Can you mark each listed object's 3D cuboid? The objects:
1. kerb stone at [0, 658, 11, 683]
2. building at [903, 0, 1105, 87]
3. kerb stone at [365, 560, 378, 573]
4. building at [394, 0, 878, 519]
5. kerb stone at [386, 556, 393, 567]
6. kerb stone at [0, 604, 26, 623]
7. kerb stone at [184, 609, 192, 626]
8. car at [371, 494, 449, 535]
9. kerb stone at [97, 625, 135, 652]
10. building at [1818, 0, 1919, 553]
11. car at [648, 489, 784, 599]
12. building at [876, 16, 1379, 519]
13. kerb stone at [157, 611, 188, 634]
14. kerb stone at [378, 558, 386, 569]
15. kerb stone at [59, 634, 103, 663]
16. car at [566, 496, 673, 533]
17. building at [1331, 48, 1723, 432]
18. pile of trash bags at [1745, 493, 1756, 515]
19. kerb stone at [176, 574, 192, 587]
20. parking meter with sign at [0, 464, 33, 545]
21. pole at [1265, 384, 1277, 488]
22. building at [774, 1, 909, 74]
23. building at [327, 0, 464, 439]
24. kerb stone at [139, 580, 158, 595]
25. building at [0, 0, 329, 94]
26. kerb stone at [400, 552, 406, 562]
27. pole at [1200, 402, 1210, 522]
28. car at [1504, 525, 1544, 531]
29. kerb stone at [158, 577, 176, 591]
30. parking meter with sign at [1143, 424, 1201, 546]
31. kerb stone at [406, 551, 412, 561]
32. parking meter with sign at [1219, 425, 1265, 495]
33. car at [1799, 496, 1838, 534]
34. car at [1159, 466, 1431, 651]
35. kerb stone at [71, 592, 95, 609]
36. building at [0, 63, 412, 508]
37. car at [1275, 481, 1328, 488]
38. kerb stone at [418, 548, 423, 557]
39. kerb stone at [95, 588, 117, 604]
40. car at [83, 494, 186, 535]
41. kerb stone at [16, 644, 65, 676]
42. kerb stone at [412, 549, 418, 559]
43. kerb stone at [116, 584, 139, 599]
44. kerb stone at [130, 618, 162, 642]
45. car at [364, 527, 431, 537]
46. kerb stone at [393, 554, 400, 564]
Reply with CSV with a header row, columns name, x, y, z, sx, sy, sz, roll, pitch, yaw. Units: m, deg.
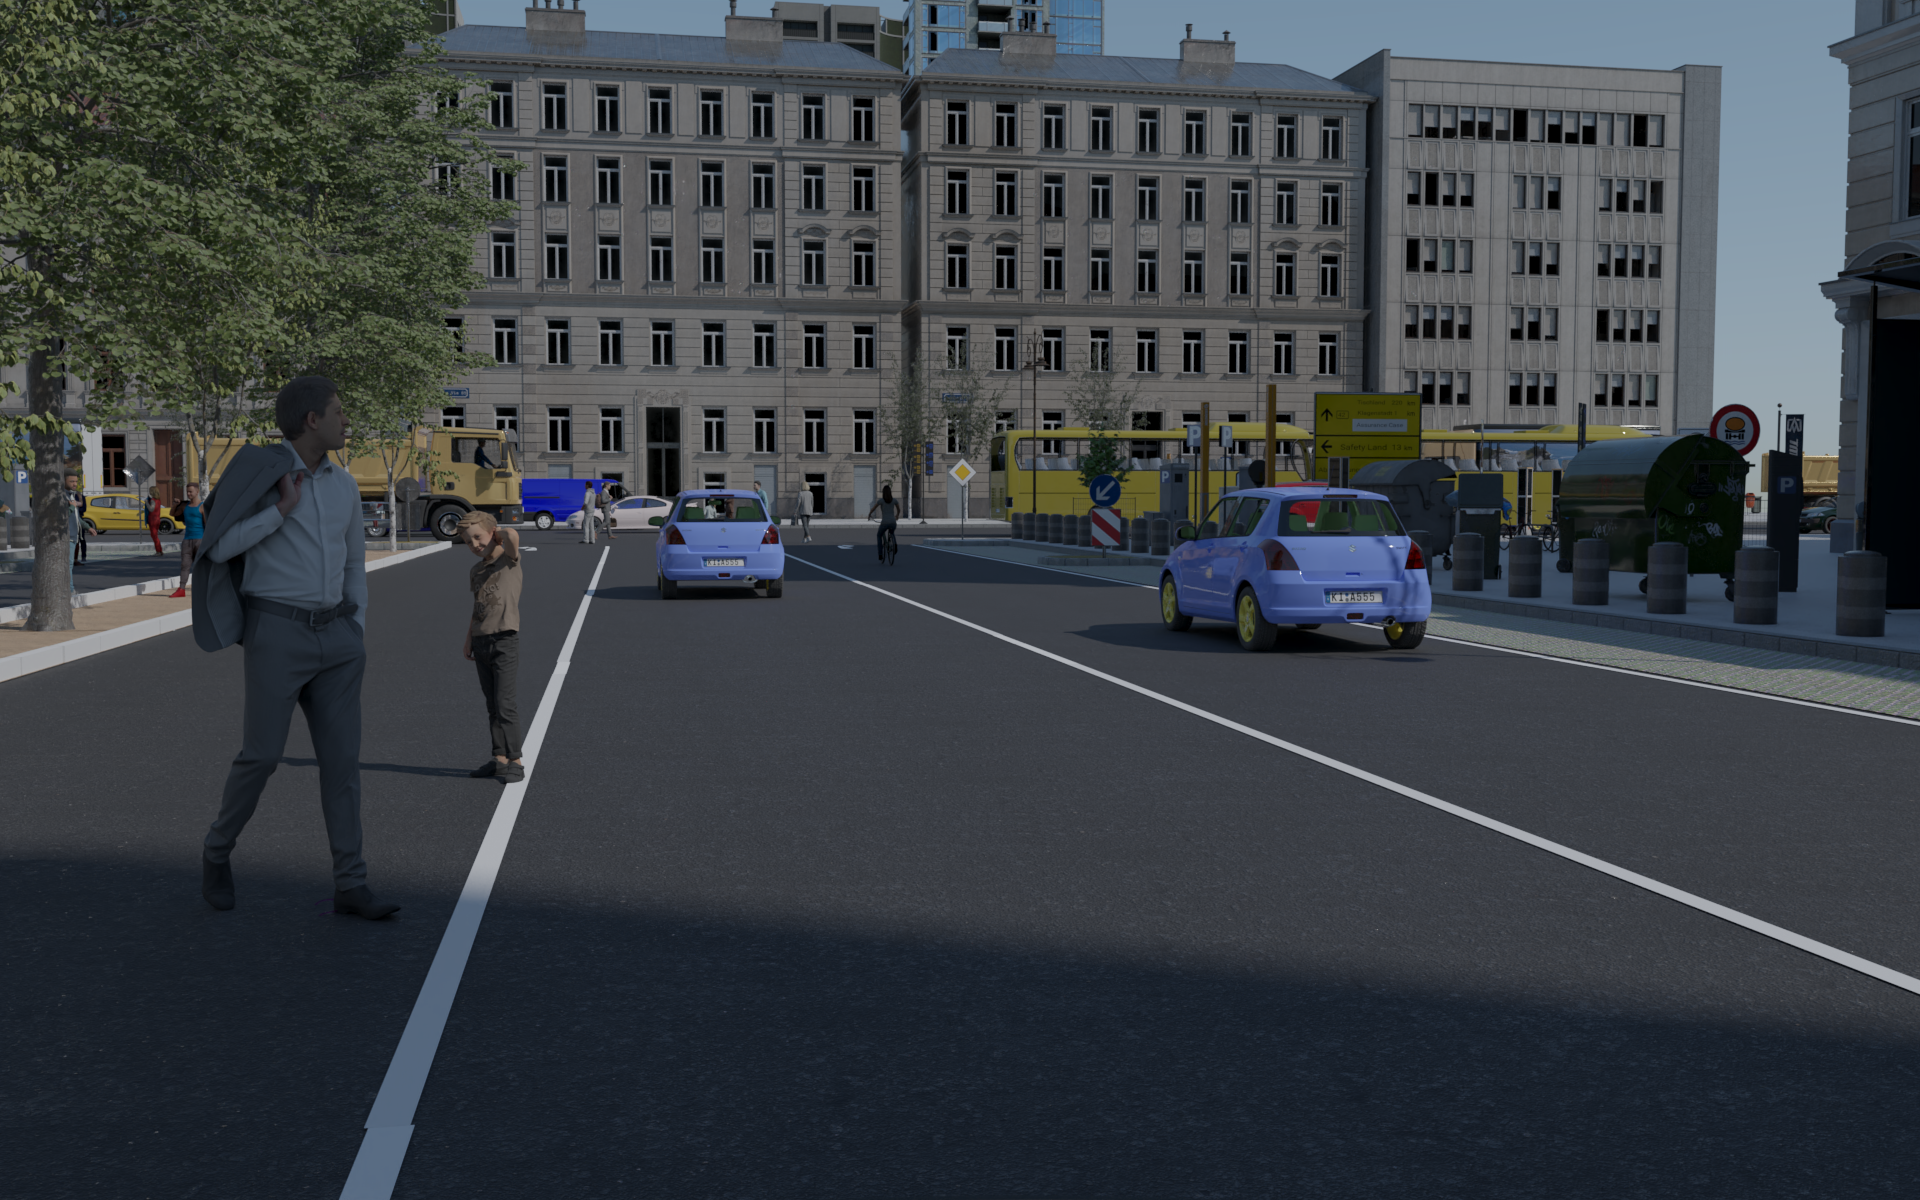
name,x,y,z,sx,sy,sz,roll,pitch,yaw
kerb stone,-7.340,0.557,13.096,0.120,0.150,1.000,-1,4,-11
building,2.446,-52.899,177.570,22.319,86.520,31.000,-1,4,-11
kerb stone,-11.033,-0.618,32.300,0.120,0.150,1.000,-1,4,-11
building,-15.912,-18.006,91.668,25.104,27.353,12.463,-1,4,-11
kerb stone,-11.412,-0.736,34.319,0.120,0.150,1.000,-1,4,-11
kerb stone,-10.760,0.149,19.766,0.120,0.150,1.000,-1,4,-11
kerb stone,-8.508,0.187,19.157,0.120,0.150,1.000,-1,4,-11
car,-18.908,-3.145,61.214,4.222,1.686,2.009,-1,4,-12
kerb stone,-7.917,0.371,16.128,0.120,0.150,1.000,-1,4,-11
building,26.970,-14.848,28.670,13.634,28.700,20.117,-1,4,-11
car,-3.520,-0.944,25.033,1.945,1.707,3.694,-1,4,-11
building,8.827,-18.293,96.352,25.104,27.353,12.463,-1,4,-11
kerb stone,-8.305,0.248,18.144,0.120,0.150,1.000,-1,4,-11
kerb stone,-11.223,-0.680,33.308,0.120,0.150,1.000,-1,4,-11
kerb stone,-7.721,0.433,15.122,0.120,0.150,1.000,-1,4,-11
car,-12.095,-3.158,63.996,4.827,1.381,2.083,-1,4,-11
building,31.051,-17.252,100.100,19.932,24.808,12.078,-1,4,-11
pile of trash bags,46.648,-5.852,105.431,3.447,1.369,1.912,0,4,1
kerb stone,-12.107,-0.280,26.845,0.120,0.150,1.000,-1,4,-11
parking meter with sign,-23.859,-2.896,43.614,1.738,3.016,0.543,2,4,24
pole,5.780,-2.350,32.258,0.158,3.312,0.155,0,3,0
building,-17.539,-50.079,257.038,20.611,71.187,20.563,-1,4,-11
building,-81.221,-49.370,245.456,20.611,71.187,20.563,-1,4,-11
kerb stone,-11.728,-0.157,24.826,0.120,0.150,1.000,-1,4,-11
building,-77.088,-33.553,168.203,30.456,49.044,23.786,-1,4,-11
kerb stone,-11.794,-0.864,36.334,0.120,0.150,1.000,-1,4,-11
pole,5.434,-2.730,38.479,0.158,3.312,0.155,0,3,0
car,23.185,-3.559,67.782,3.694,1.707,1.945,-1,4,-12
kerb stone,-11.927,-0.223,25.836,0.120,0.150,1.000,-1,4,-11
parking meter with sign,5.299,-2.860,43.015,1.738,3.016,0.543,-3,5,-40
kerb stone,-11.996,-0.926,37.346,0.120,0.150,1.000,-1,4,-11
parking meter with sign,7.415,-2.899,43.660,1.738,3.016,0.543,3,4,37
car,31.918,-3.206,62.212,4.222,1.686,2.009,-1,4,-10
car,3.194,-0.466,17.209,1.945,1.707,3.694,-1,4,-11
kerb stone,-11.142,0.024,21.806,0.120,0.150,1.000,-1,4,-11
building,-38.650,-15.331,86.826,21.152,22.565,11.583,-1,4,-11
car,11.234,-2.745,53.550,5.304,1.827,2.281,-1,4,-12
kerb stone,-12.390,-1.047,39.366,0.120,0.150,1.000,-1,4,-11
kerb stone,-11.344,-0.031,22.811,0.120,0.150,1.000,-1,4,-11
car,-29.333,-3.138,61.533,3.980,1.641,2.015,-1,4,-11
kerb stone,-7.533,0.495,14.105,0.120,0.150,1.000,-1,4,-11
kerb stone,-12.188,-0.988,38.358,0.120,0.150,1.000,-1,4,-11
kerb stone,-11.536,-0.098,23.819,0.120,0.150,1.000,-1,4,-11
kerb stone,-8.116,0.310,17.134,0.120,0.150,1.000,-1,4,-11
car,-18.243,-2.803,58.412,3.894,1.354,1.945,-1,4,-12
kerb stone,-11.607,-0.803,35.325,0.120,0.150,1.000,-1,4,-11
